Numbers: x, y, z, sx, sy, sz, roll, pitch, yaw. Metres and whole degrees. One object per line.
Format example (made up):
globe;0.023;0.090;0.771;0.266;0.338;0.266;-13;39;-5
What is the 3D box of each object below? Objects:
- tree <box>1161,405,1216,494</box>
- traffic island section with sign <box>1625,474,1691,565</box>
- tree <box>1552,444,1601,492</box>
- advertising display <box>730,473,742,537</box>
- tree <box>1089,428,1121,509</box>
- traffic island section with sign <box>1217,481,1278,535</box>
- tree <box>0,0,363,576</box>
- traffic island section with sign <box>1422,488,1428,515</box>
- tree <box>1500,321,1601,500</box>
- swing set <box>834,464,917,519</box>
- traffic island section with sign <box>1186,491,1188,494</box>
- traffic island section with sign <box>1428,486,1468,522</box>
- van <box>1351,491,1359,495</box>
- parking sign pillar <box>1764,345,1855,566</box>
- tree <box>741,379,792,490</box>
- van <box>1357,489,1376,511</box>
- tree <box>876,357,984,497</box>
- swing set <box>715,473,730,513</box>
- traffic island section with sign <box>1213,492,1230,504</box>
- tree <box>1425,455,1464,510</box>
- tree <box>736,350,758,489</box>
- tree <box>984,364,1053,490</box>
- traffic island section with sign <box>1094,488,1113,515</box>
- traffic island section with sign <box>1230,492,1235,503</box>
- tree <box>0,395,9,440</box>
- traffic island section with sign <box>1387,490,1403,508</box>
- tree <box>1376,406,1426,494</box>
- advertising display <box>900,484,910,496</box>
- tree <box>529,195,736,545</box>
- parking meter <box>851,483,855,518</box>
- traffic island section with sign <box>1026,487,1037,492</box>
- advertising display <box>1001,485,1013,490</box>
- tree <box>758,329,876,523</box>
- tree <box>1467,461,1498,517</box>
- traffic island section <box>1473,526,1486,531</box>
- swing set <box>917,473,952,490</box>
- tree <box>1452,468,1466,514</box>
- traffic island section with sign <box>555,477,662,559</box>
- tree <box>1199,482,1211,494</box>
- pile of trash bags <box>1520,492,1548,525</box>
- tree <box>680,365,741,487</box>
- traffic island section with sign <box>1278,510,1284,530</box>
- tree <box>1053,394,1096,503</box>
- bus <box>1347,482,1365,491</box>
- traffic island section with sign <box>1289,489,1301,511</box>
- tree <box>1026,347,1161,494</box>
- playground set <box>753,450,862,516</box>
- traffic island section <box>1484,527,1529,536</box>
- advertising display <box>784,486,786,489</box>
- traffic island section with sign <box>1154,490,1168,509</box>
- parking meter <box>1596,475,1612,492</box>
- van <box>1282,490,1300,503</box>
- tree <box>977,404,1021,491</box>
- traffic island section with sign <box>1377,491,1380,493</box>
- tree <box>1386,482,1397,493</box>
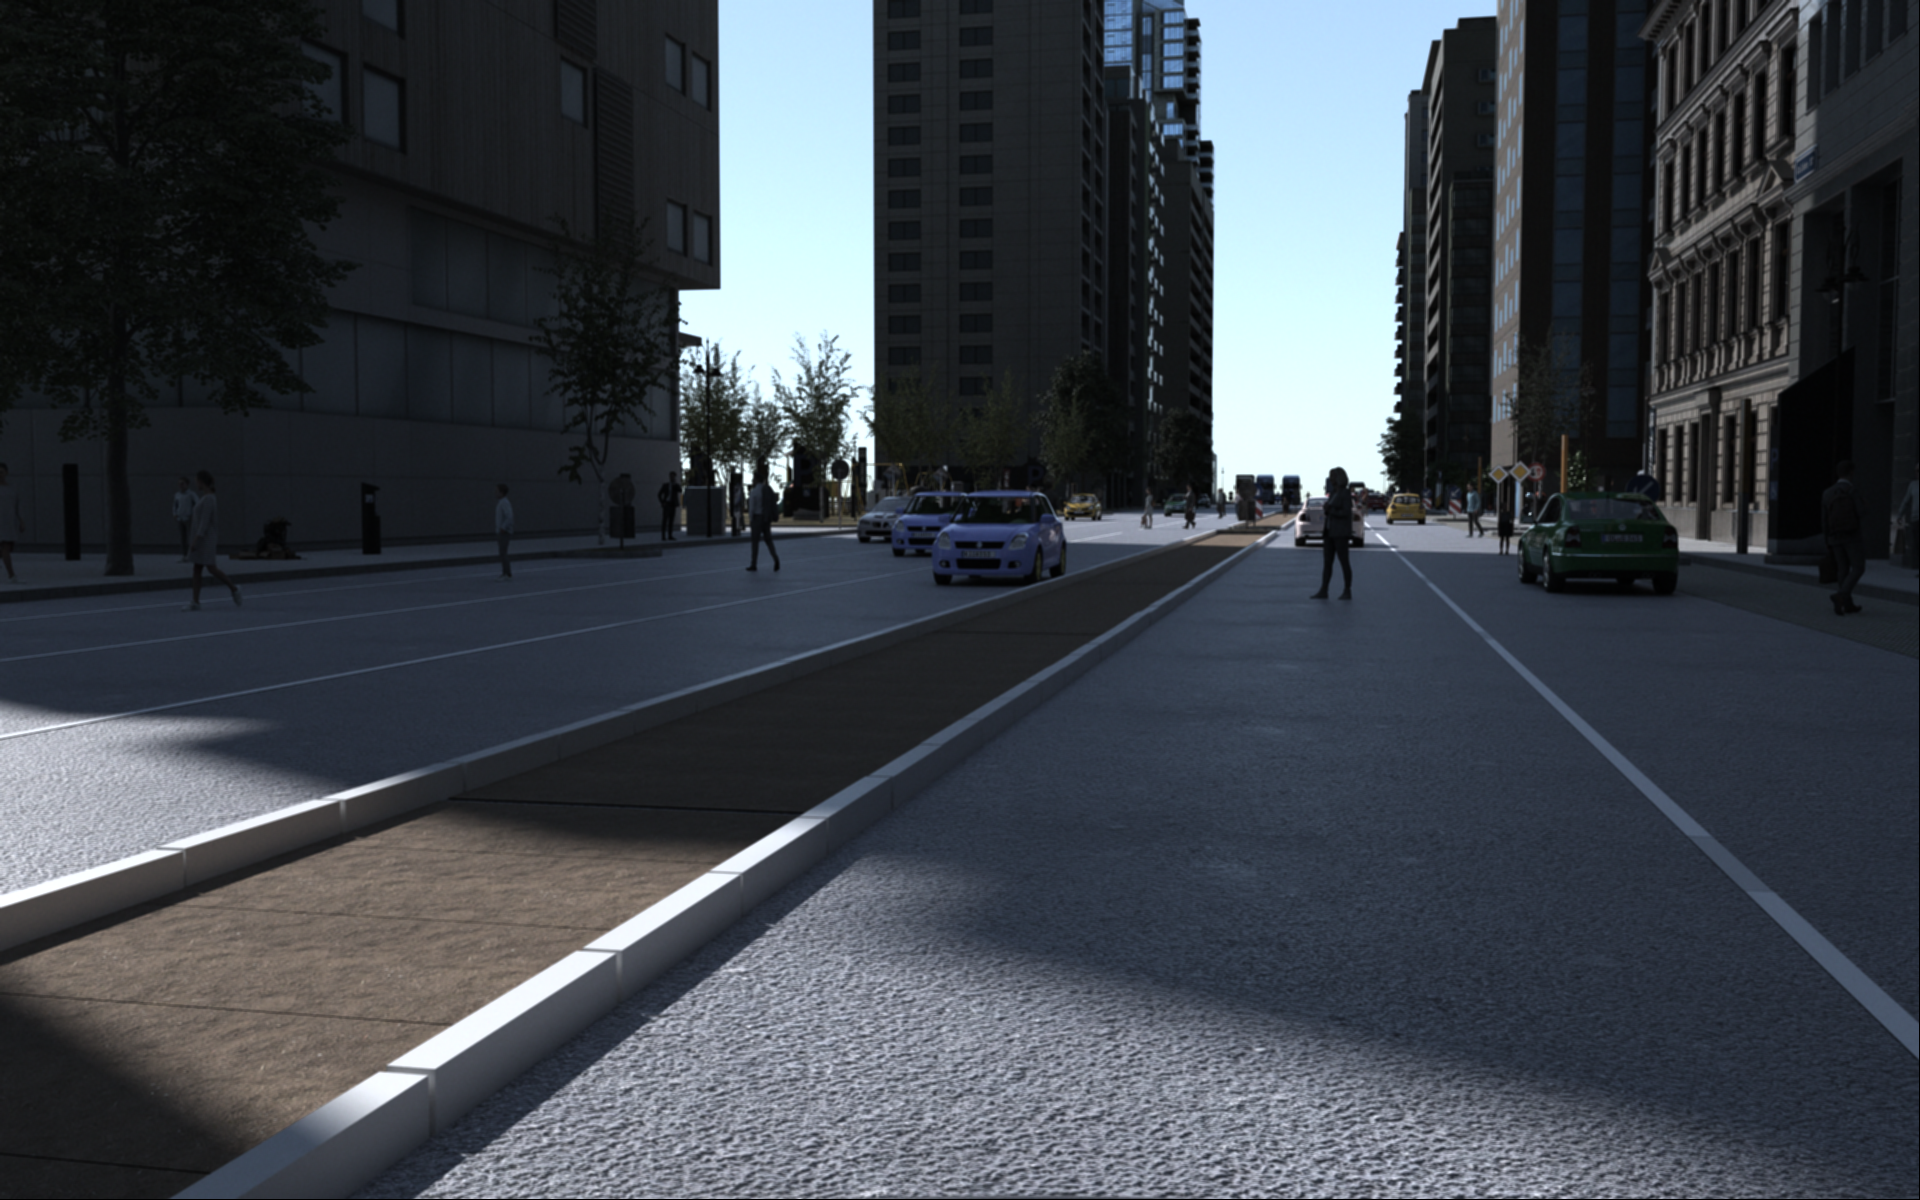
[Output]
tree;27.957;-18.525;219.896;9.611;12.733;9.660;0;3;0
traffic island section with sign;13.807;-1.653;35.660;1.989;1.847;2.006;1;4;12
tree;23.843;-4.404;66.599;1.663;3.219;1.824;0;3;0
advertising display;-6.792;-2.893;52.506;0.123;1.923;0.974;0;4;7
tree;11.827;-11.848;144.076;4.360;8.622;3.978;0;3;0
traffic island section with sign;10.234;-3.292;61.954;2.006;1.907;1.989;1;4;12
tree;-13.128;-6.681;27.356;7.486;12.596;7.792;0;3;0
traffic island section with sign;31.215;-6.589;116.365;1.989;1.847;2.006;1;4;12
tree;25.200;-7.604;74.685;4.360;8.622;3.978;0;3;0
swing set;-4.402;-5.644;89.905;3.119;2.851;2.862;1;4;23
traffic island section with sign;25.985;-11.486;196.427;1.989;1.847;2.006;1;4;12
traffic island section with sign;25.487;-4.962;89.754;1.989;1.847;2.006;1;4;12
van;59.238;-15.478;260.073;2.013;2.044;4.112;1;4;11
parking sign pillar;15.492;-2.635;31.552;1.447;3.967;1.447;0;4;2
tree;-12.442;-9.789;110.406;4.360;8.622;3.978;0;3;0
van;35.185;-8.746;150.005;2.013;2.044;4.112;1;4;12
tree;-1.815;-8.761;93.608;4.737;8.622;4.395;0;3;0
swing set;-16.865;-7.346;117.724;2.862;2.851;3.119;0;4;0
traffic island section with sign;37.546;-14.758;249.927;1.989;1.847;2.006;1;4;12
tree;40.202;-9.792;143.806;4.285;4.588;4.351;0;3;0
tree;-11.986;-8.048;81.952;4.737;8.622;4.395;0;3;0
tree;2.295;-9.100;99.151;4.737;8.622;4.395;0;3;0
traffic island section with sign;9.647;-6.856;120.719;1.989;1.847;2.006;1;4;12
traffic island section with sign;43.413;-16.422;277.119;1.989;1.847;2.006;1;4;12
tree;-20.291;-3.069;33.895;4.285;4.588;4.351;0;3;0
traffic island section with sign;41.782;-9.577;165.204;1.989;1.847;2.006;1;4;12
tree;57.370;-18.614;222.471;7.486;12.596;7.792;0;3;0
advertising display;-3.578;-6.652;113.976;0.123;1.923;0.974;-3;5;-40
tree;-8.947;-5.704;43.615;4.737;8.622;4.395;0;3;0
parking meter;-5.794;-5.408;94.124;0.255;1.863;0.399;-1;4;-9
traffic island section with sign;3.837;-5.210;93.815;1.989;1.847;2.006;1;4;12
advertising display;3.467;-7.549;128.638;0.974;1.923;0.123;0;4;8
tree;-6.367;-7.714;76.485;4.737;8.622;4.395;0;3;0
tree;30.461;-6.405;99.325;1.663;3.219;1.824;0;3;0
traffic island section;21.014;-2.769;67.559;2.009;0.180;2.903;1;4;12
swing set;-1.819;-7.922;127.150;3.119;2.851;2.862;3;5;41
tree;33.279;-7.288;113.765;1.663;3.219;1.824;0;3;0
traffic island section with sign;-7.902;-1.885;39.452;1.989;1.847;2.006;1;4;12
tree;34.997;-15.440;247.049;1.663;3.219;1.824;0;3;0
pile of trash bags;27.902;-4.270;79.573;3.447;1.369;1.912;-1;4;-14
tree;-15.084;-9.054;98.399;4.360;8.622;3.978;0;3;0
traffic island section with sign;11.807;-3.734;69.193;2.006;1.907;1.989;1;4;12
tree;7.948;-10.842;127.627;4.737;8.622;4.395;0;3;0
bus;62.265;-16.984;272.553;2.948;3.499;13.247;1;4;11
traffic island section with sign;27.657;-8.227;142.647;2.006;1.907;1.989;1;4;12
tree;9.733;-13.361;135.460;9.611;12.733;9.660;0;3;0
playground set;-9.182;-7.117;103.135;5.637;4.214;5.302;1;4;15
traffic island section;19.328;-2.292;59.753;2.009;0.180;2.903;1;4;12
advertising display;-13.206;-7.835;133.316;0.123;1.923;0.974;2;4;26
traffic island section with sign;19.967;-9.782;168.561;1.989;1.847;2.006;1;4;12
parking meter;19.356;-2.838;52.104;0.255;1.863;0.399;-2;4;-26
van;44.110;-13.822;230.368;2.240;2.365;5.245;1;4;13
tree;3.059;-11.674;141.229;4.360;8.622;3.978;0;3;0
traffic island section with sign;47.524;-11.202;191.784;1.989;1.847;2.006;1;4;12
tree;64.936;-16.280;260.780;1.663;3.219;1.824;0;3;0
